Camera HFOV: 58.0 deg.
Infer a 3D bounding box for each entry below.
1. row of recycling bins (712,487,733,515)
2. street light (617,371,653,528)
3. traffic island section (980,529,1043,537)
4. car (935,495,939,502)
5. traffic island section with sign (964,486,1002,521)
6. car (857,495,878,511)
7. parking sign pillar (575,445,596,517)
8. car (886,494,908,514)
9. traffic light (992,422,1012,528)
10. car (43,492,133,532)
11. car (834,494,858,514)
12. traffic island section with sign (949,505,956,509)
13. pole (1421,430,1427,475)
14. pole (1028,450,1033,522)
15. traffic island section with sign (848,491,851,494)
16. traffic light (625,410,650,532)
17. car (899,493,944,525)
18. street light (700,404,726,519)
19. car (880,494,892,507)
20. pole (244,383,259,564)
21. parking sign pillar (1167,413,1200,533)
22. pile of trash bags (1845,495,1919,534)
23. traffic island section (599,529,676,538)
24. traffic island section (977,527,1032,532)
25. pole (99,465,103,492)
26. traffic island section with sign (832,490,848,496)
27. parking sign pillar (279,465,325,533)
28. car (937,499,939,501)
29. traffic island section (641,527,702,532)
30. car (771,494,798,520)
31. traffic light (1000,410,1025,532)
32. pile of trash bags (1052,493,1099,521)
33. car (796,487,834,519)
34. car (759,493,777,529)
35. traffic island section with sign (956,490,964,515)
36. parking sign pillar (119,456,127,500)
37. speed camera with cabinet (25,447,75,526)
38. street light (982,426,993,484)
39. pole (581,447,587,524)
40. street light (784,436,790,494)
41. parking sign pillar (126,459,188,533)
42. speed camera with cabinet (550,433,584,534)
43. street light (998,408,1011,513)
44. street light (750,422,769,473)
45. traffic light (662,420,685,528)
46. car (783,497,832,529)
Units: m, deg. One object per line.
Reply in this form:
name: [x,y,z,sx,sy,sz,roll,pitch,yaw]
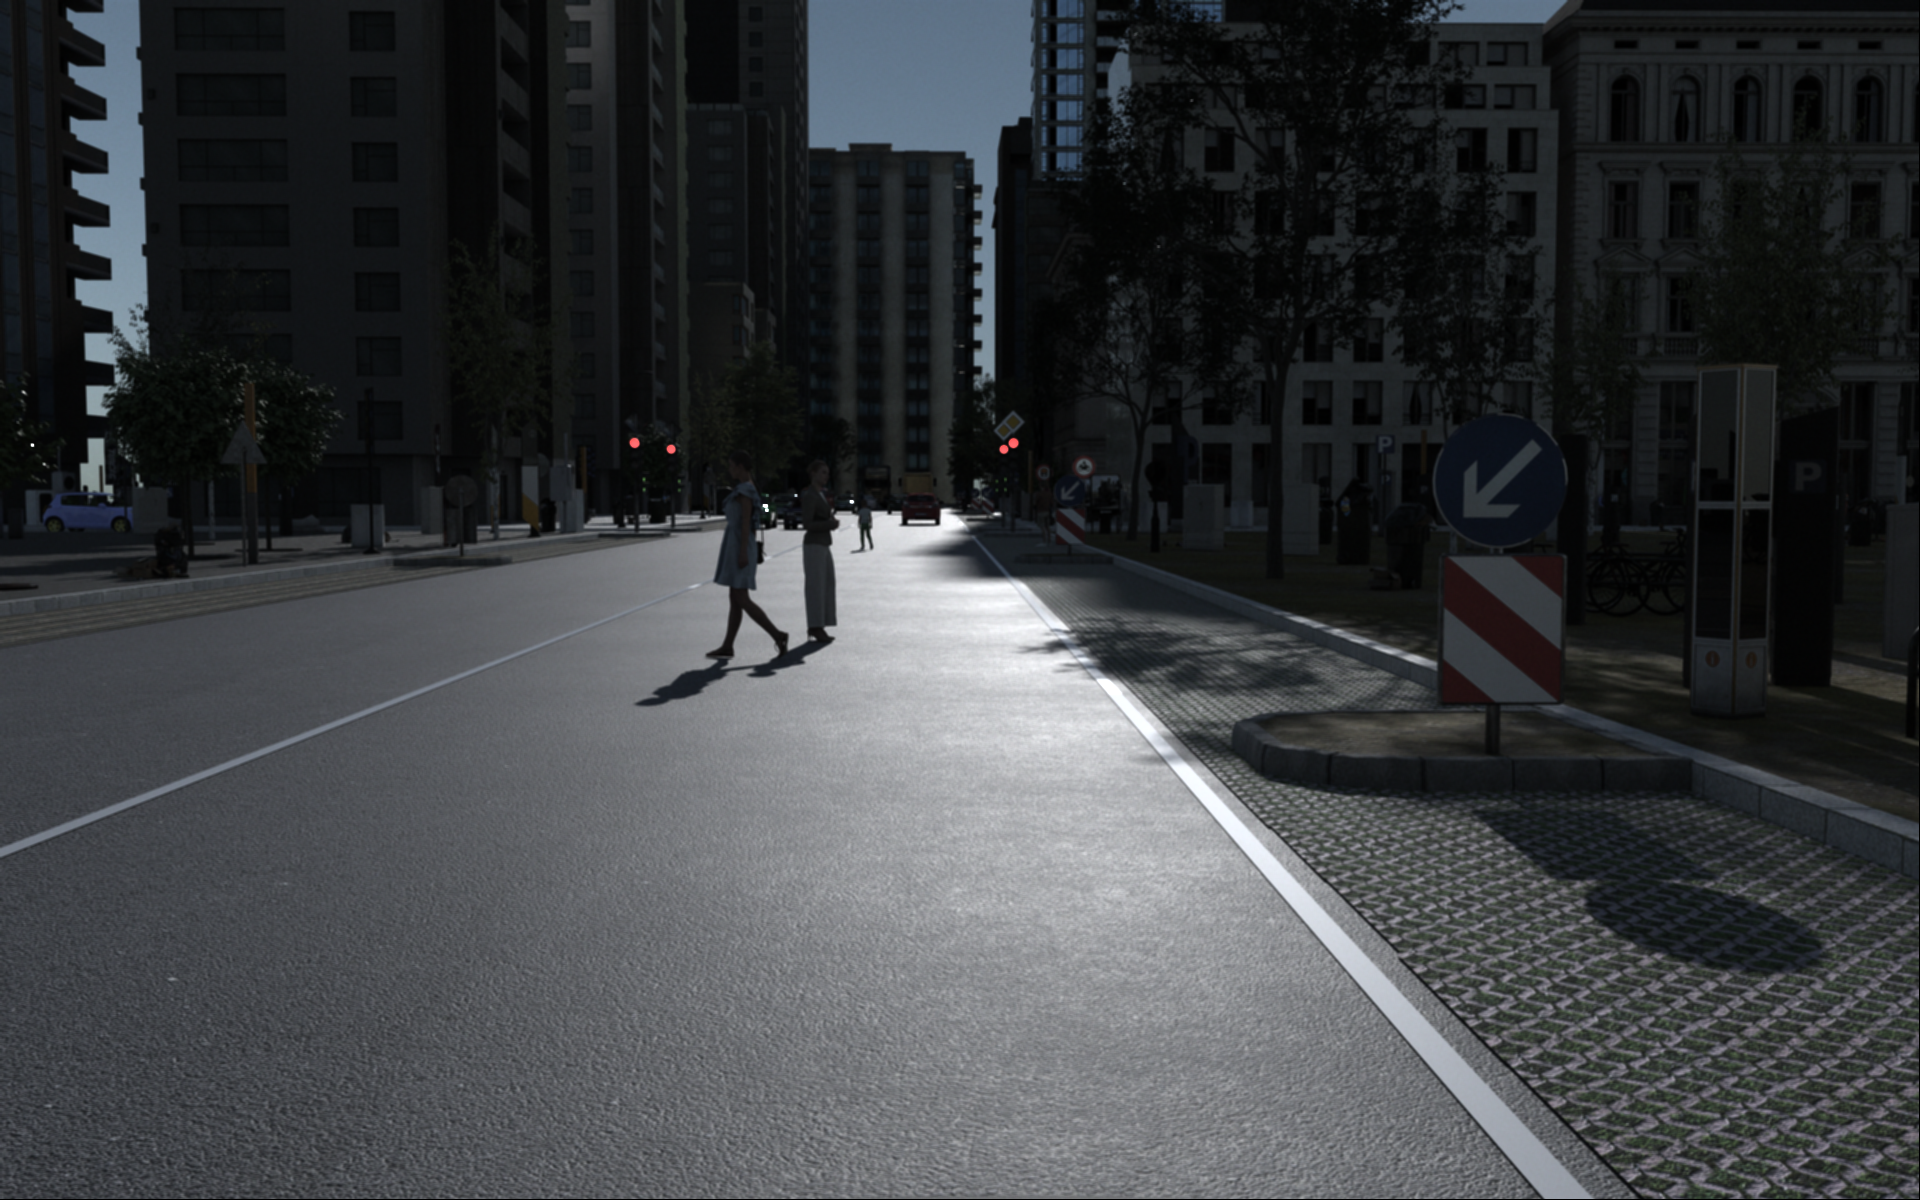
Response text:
row of recycling bins: [-14.446,-6.038,105.839,1.069,1.692,3.534,-1,4,-16]
street light: [-12.331,-5.700,65.742,1.470,5.913,1.316,0,4,-1]
traffic island section: [1.803,-2.197,58.201,2.009,0.180,2.903,0,4,-1]
car: [-3.335,-10.986,191.980,2.083,1.381,4.827,0,4,1]
traffic island section with sign: [1.341,-5.029,90.857,1.989,1.847,2.006,0,4,-1]
car: [-8.259,-8.537,151.944,2.083,1.381,4.827,0,4,-1]
parking sign pillar: [-20.809,-6.544,95.471,1.447,3.967,1.447,1,4,9]
car: [-4.278,-6.892,124.475,2.131,1.459,4.920,0,4,-1]
traffic light: [1.646,-4.719,66.071,0.839,4.253,0.868,0,4,-1]
car: [-30.928,-3.228,62.365,3.694,1.707,1.945,0,4,0]
car: [-8.369,-6.922,124.968,2.131,1.459,4.920,0,4,-1]
traffic island section with sign: [0.196,-9.769,168.345,1.989,1.847,2.006,0,4,-1]
pole: [14.746,-3.749,55.136,0.158,3.312,0.155,0,3,0]
pole: [3.306,-5.327,80.944,0.158,3.312,0.155,0,3,0]
traffic island section with sign: [-12.536,-11.446,195.772,1.989,1.847,2.006,0,4,-1]
traffic light: [-10.797,-4.218,57.887,0.839,4.253,0.868,0,4,-1]
car: [-1.827,-4.440,81.638,2.155,1.783,4.494,0,4,-1]
street light: [-12.717,-7.127,89.062,1.470,5.913,1.316,0,4,-1]
car: [-8.314,-11.573,198.810,1.945,1.707,3.694,0,4,1]
pole: [-13.057,-2.328,31.908,0.158,3.312,0.155,0,3,0]
parking sign pillar: [7.525,-4.242,57.822,1.447,3.967,1.447,2,4,34]
pile of trash bags: [29.337,-2.804,55.598,3.447,1.369,1.912,-1,4,-18]
traffic island section: [-10.837,-2.186,58.021,2.009,0.180,2.903,0,4,-1]
traffic island section: [1.686,-2.685,66.185,2.009,0.180,2.903,0,4,-1]
pole: [-60.855,-7.886,122.772,0.158,3.312,0.155,0,3,0]
traffic island section with sign: [-12.127,-9.739,167.861,1.989,1.847,2.006,0,4,-1]
parking sign pillar: [-21.948,-4.231,57.656,1.447,3.967,1.447,1,4,15]
car: [-2.619,-7.629,136.731,2.014,1.417,4.499,0,4,-1]
traffic island section: [-10.954,-2.674,66.006,2.009,0.180,2.903,0,4,-1]
car: [-8.679,-4.514,85.596,2.131,1.459,4.920,0,4,-1]
traffic light: [1.763,-4.230,58.087,0.839,4.253,0.868,0,4,-1]
pile of trash bags: [5.540,-4.388,81.494,3.447,1.369,1.912,0,4,2]
car: [-8.318,-5.536,99.190,2.281,1.827,5.304,0,4,-1]
car: [-8.601,-3.860,71.910,1.959,1.807,4.718,0,4,-2]
traffic island section with sign: [0.929,-6.688,117.974,1.989,1.847,2.006,0,4,-1]
parking sign pillar: [-53.666,-7.515,111.345,1.447,3.967,1.447,1,4,10]
speed camera with cabinet: [-36.649,-4.615,69.794,0.660,3.252,2.038,1,4,16]
street light: [2.389,-8.873,117.613,1.470,5.913,1.316,0,4,-1]
pole: [-16.186,-4.940,74.607,0.158,3.312,0.155,0,3,0]
street light: [-13.247,-10.000,136.037,1.470,5.913,1.316,0,4,-1]
parking sign pillar: [-26.398,-4.215,57.389,1.447,3.967,1.447,2,4,23]
speed camera with cabinet: [-12.921,-3.826,56.892,0.660,3.252,2.038,0,4,3]
street light: [2.729,-7.385,93.282,1.470,5.913,1.316,0,4,-1]
street light: [-13.051,-8.548,112.306,1.470,5.913,1.316,0,4,-1]
traffic light: [-10.914,-4.706,65.872,0.839,4.253,0.868,0,4,-1]
car: [-6.263,-3.605,71.524,1.945,1.354,3.894,0,4,1]
